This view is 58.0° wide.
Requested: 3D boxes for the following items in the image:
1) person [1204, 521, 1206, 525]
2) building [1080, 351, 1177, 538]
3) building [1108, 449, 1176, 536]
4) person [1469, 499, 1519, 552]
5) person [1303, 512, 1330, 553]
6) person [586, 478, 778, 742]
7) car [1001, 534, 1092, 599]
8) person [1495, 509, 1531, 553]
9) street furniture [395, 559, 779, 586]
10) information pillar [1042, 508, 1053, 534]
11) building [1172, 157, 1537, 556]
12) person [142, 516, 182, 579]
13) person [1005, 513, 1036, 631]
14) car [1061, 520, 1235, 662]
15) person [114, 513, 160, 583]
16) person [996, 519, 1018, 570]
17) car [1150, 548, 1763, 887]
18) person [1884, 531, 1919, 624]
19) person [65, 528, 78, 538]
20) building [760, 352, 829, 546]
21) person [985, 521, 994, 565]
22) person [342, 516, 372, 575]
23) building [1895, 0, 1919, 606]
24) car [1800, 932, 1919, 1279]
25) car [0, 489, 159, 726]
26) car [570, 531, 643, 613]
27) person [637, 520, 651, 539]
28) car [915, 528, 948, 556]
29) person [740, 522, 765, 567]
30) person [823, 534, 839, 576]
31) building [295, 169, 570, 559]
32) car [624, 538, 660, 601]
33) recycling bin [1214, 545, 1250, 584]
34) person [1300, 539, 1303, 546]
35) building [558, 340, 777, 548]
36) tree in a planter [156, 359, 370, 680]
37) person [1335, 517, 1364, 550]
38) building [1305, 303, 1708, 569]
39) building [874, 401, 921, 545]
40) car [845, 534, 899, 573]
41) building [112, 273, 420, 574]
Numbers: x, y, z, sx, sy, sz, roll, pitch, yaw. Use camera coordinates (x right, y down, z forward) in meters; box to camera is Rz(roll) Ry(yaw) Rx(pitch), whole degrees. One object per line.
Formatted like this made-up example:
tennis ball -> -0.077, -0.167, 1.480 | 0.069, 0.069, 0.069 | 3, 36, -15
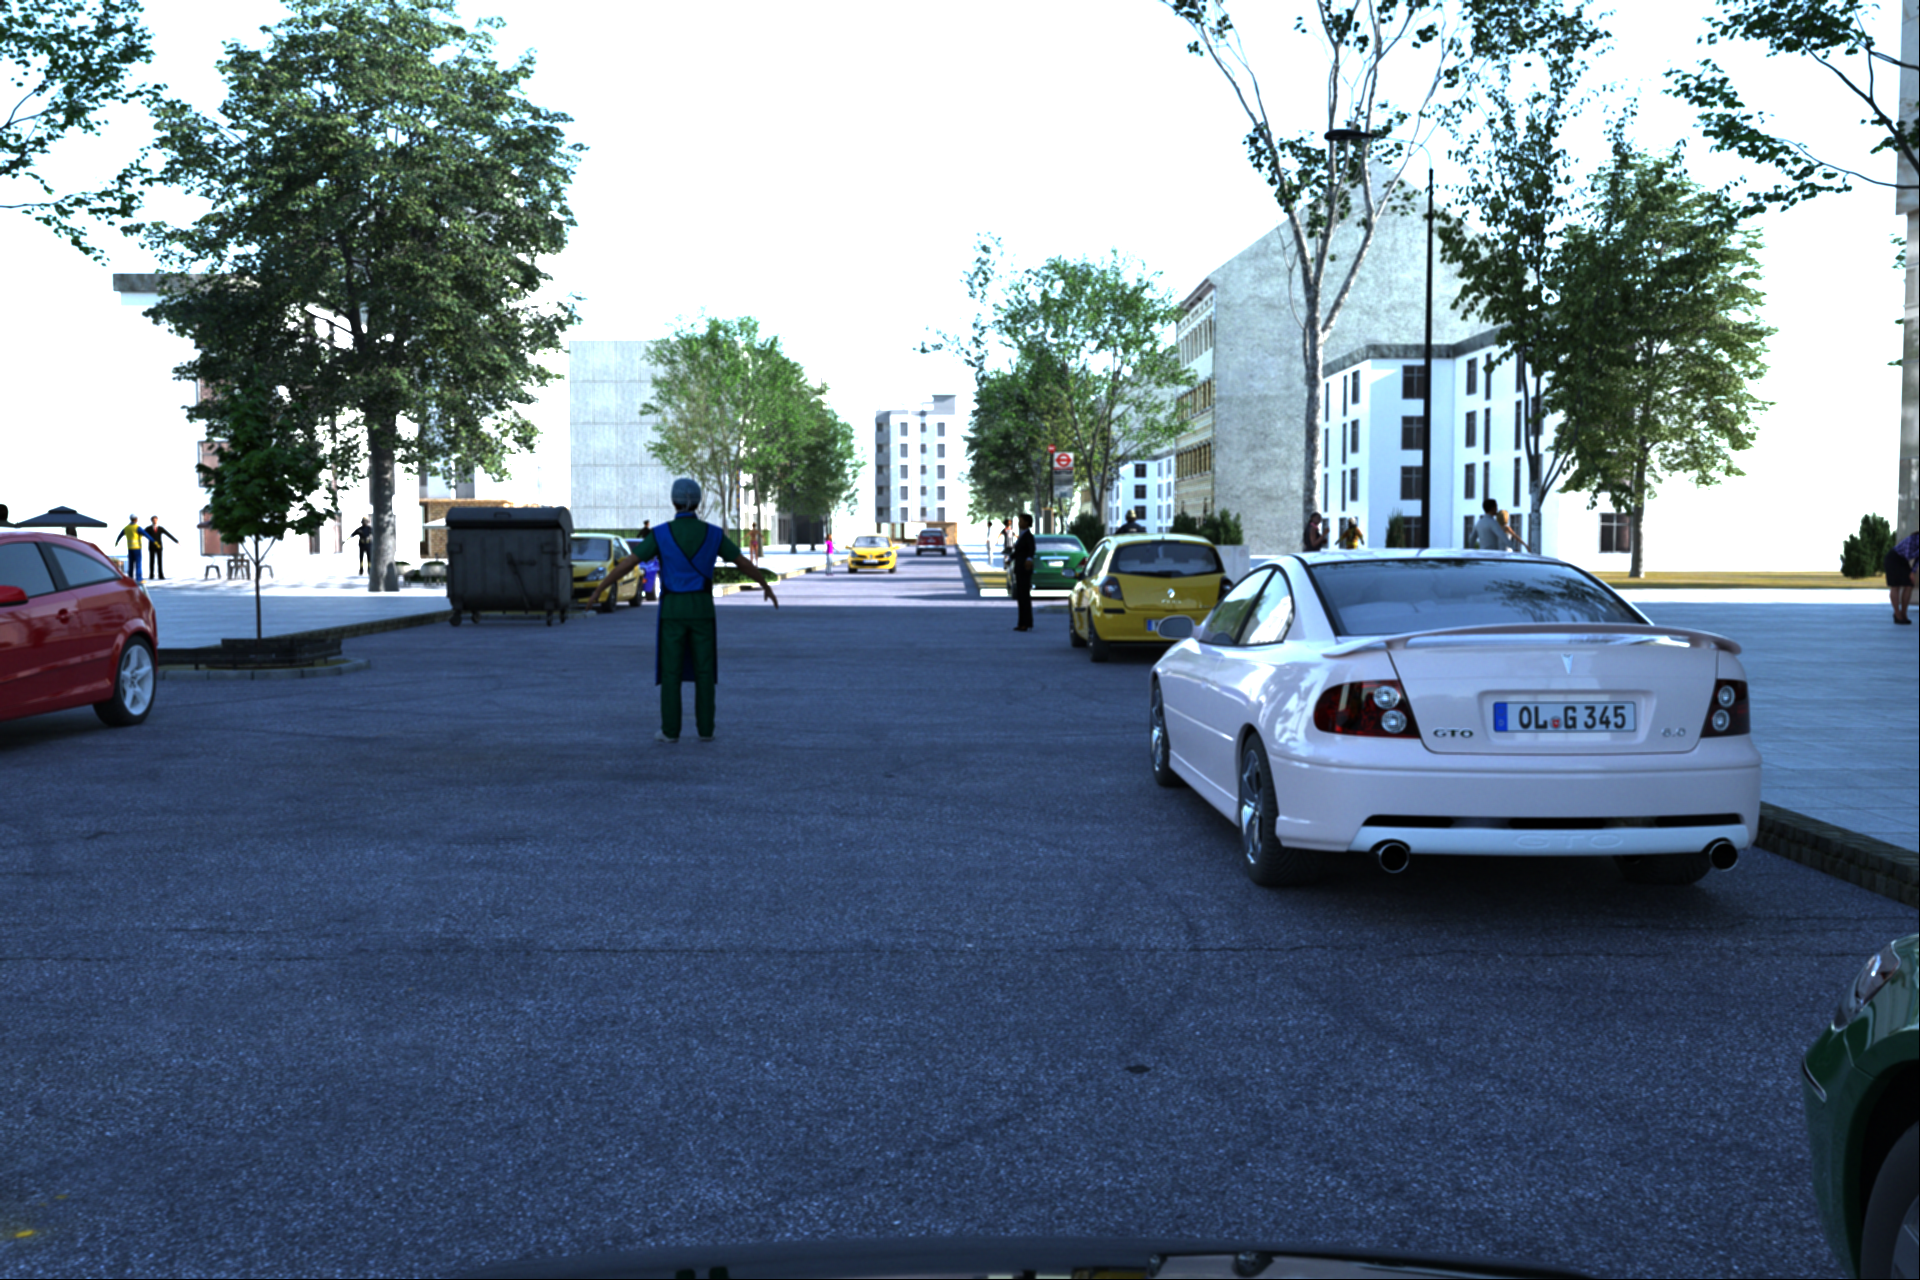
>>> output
person -> 9.867, -3.867, 69.076 | 0.705, 1.847, 1.347 | 0, 4, 7
building -> 24.542, -23.196, 210.179 | 19.493, 23.208, 18.063 | 0, 4, 0
building -> 21.488, -14.782, 183.830 | 9.099, 9.664, 28.070 | 0, 4, -1
person -> 8.002, -1.220, 26.109 | 0.704, 1.810, 1.344 | -1, 4, -16
person -> 5.911, -1.289, 28.591 | 0.415, 1.643, 0.593 | -3, 5, -42
person -> -1.900, -0.209, 12.001 | 1.347, 1.817, 0.704 | -1, 4, -20
car -> 2.021, -1.688, 39.399 | 2.131, 1.459, 4.920 | 0, 4, -1
person -> 10.488, -1.629, 33.251 | 0.721, 1.753, 1.214 | -2, 4, -26
street furniture -> -9.954, -1.755, 44.322 | 10.072, 0.657, 5.734 | 1, 4, 14
information pillar -> 2.508, -2.772, 49.809 | 0.304, 2.012, 0.304 | 0, 4, -1
building -> 24.125, -17.104, 110.571 | 19.493, 23.208, 18.063 | 0, 3, 0
person -> -22.913, -2.640, 49.343 | 1.347, 1.806, 0.705 | -2, 4, -35
person -> 0.875, -1.005, 25.613 | 0.721, 1.740, 1.216 | -1, 4, -13
car -> 2.268, -0.648, 20.822 | 2.015, 1.641, 3.980 | 0, 4, -1
person -> -21.596, -2.409, 45.355 | 1.349, 1.833, 0.705 | 1, 4, 12
person -> 1.729, -3.390, 61.565 | 1.345, 1.843, 0.704 | -3, 5, -42
car -> 2.073, 0.240, 8.437 | 2.083, 1.381, 4.827 | 0, 4, -1
person -> 13.455, -0.933, 24.524 | 0.421, 1.427, 0.697 | -2, 4, -26
person -> -23.278, -2.402, 45.494 | 0.704, 1.802, 1.346 | -1, 4, -18
building -> -30.951, -22.240, 207.597 | 27.936, 21.610, 32.646 | 0, 4, 0
person -> 1.200, -3.982, 71.289 | 0.705, 1.806, 1.347 | 0, 4, 4
person -> -18.488, -2.938, 53.813 | 1.354, 1.856, 0.705 | -1, 4, -21
building -> 26.837, -14.963, 10.871 | 22.709, 31.103, 35.509 | 0, 4, -1
car -> 2.288, 0.667, 0.886 | 2.131, 1.459, 4.920 | 0, 4, -1
car -> -7.033, -0.152, 11.524 | 2.155, 1.783, 4.494 | 0, 4, -1
car -> -7.156, -1.383, 32.829 | 2.015, 1.641, 3.980 | 0, 4, 0
person -> -12.326, -3.812, 68.257 | 1.347, 1.837, 0.705 | 2, 4, 35
car -> -1.941, -6.638, 117.208 | 2.281, 1.827, 5.304 | 0, 4, -1
person -> -8.062, -3.702, 67.325 | 1.217, 1.733, 0.721 | -3, 5, -41
person -> -4.471, -2.950, 59.958 | 0.599, 1.433, 0.991 | 2, 4, 27
building -> -28.264, -14.321, 90.568 | 16.016, 20.090, 11.380 | 0, 4, 0
car -> -7.327, -1.572, 38.281 | 1.945, 1.354, 3.894 | 0, 4, 0
recycling bin -> 6.092, -1.607, 38.826 | 0.722, 1.027, 0.722 | 0, 4, 0
person -> 15.152, -4.034, 75.220 | 0.991, 1.433, 0.599 | -2, 4, -27
building -> -28.358, -18.772, 173.383 | 16.747, 18.905, 31.486 | 0, 3, 0
tree in a planter -> -7.281, -1.264, 17.896 | 1.991, 3.239, 1.994 | 0, 4, -1
person -> 13.022, -3.175, 57.684 | 0.705, 1.858, 1.354 | -2, 4, -30
building -> 22.559, -8.238, 76.845 | 9.099, 9.664, 28.070 | 0, 3, 0
building -> -11.398, -23.138, 237.186 | 11.380, 20.090, 16.016 | 0, 4, -1
car -> -3.237, -3.299, 64.169 | 2.015, 1.641, 3.980 | 0, 4, -1
building -> -26.639, -7.810, 69.834 | 9.099, 9.664, 28.070 | 0, 4, -1
